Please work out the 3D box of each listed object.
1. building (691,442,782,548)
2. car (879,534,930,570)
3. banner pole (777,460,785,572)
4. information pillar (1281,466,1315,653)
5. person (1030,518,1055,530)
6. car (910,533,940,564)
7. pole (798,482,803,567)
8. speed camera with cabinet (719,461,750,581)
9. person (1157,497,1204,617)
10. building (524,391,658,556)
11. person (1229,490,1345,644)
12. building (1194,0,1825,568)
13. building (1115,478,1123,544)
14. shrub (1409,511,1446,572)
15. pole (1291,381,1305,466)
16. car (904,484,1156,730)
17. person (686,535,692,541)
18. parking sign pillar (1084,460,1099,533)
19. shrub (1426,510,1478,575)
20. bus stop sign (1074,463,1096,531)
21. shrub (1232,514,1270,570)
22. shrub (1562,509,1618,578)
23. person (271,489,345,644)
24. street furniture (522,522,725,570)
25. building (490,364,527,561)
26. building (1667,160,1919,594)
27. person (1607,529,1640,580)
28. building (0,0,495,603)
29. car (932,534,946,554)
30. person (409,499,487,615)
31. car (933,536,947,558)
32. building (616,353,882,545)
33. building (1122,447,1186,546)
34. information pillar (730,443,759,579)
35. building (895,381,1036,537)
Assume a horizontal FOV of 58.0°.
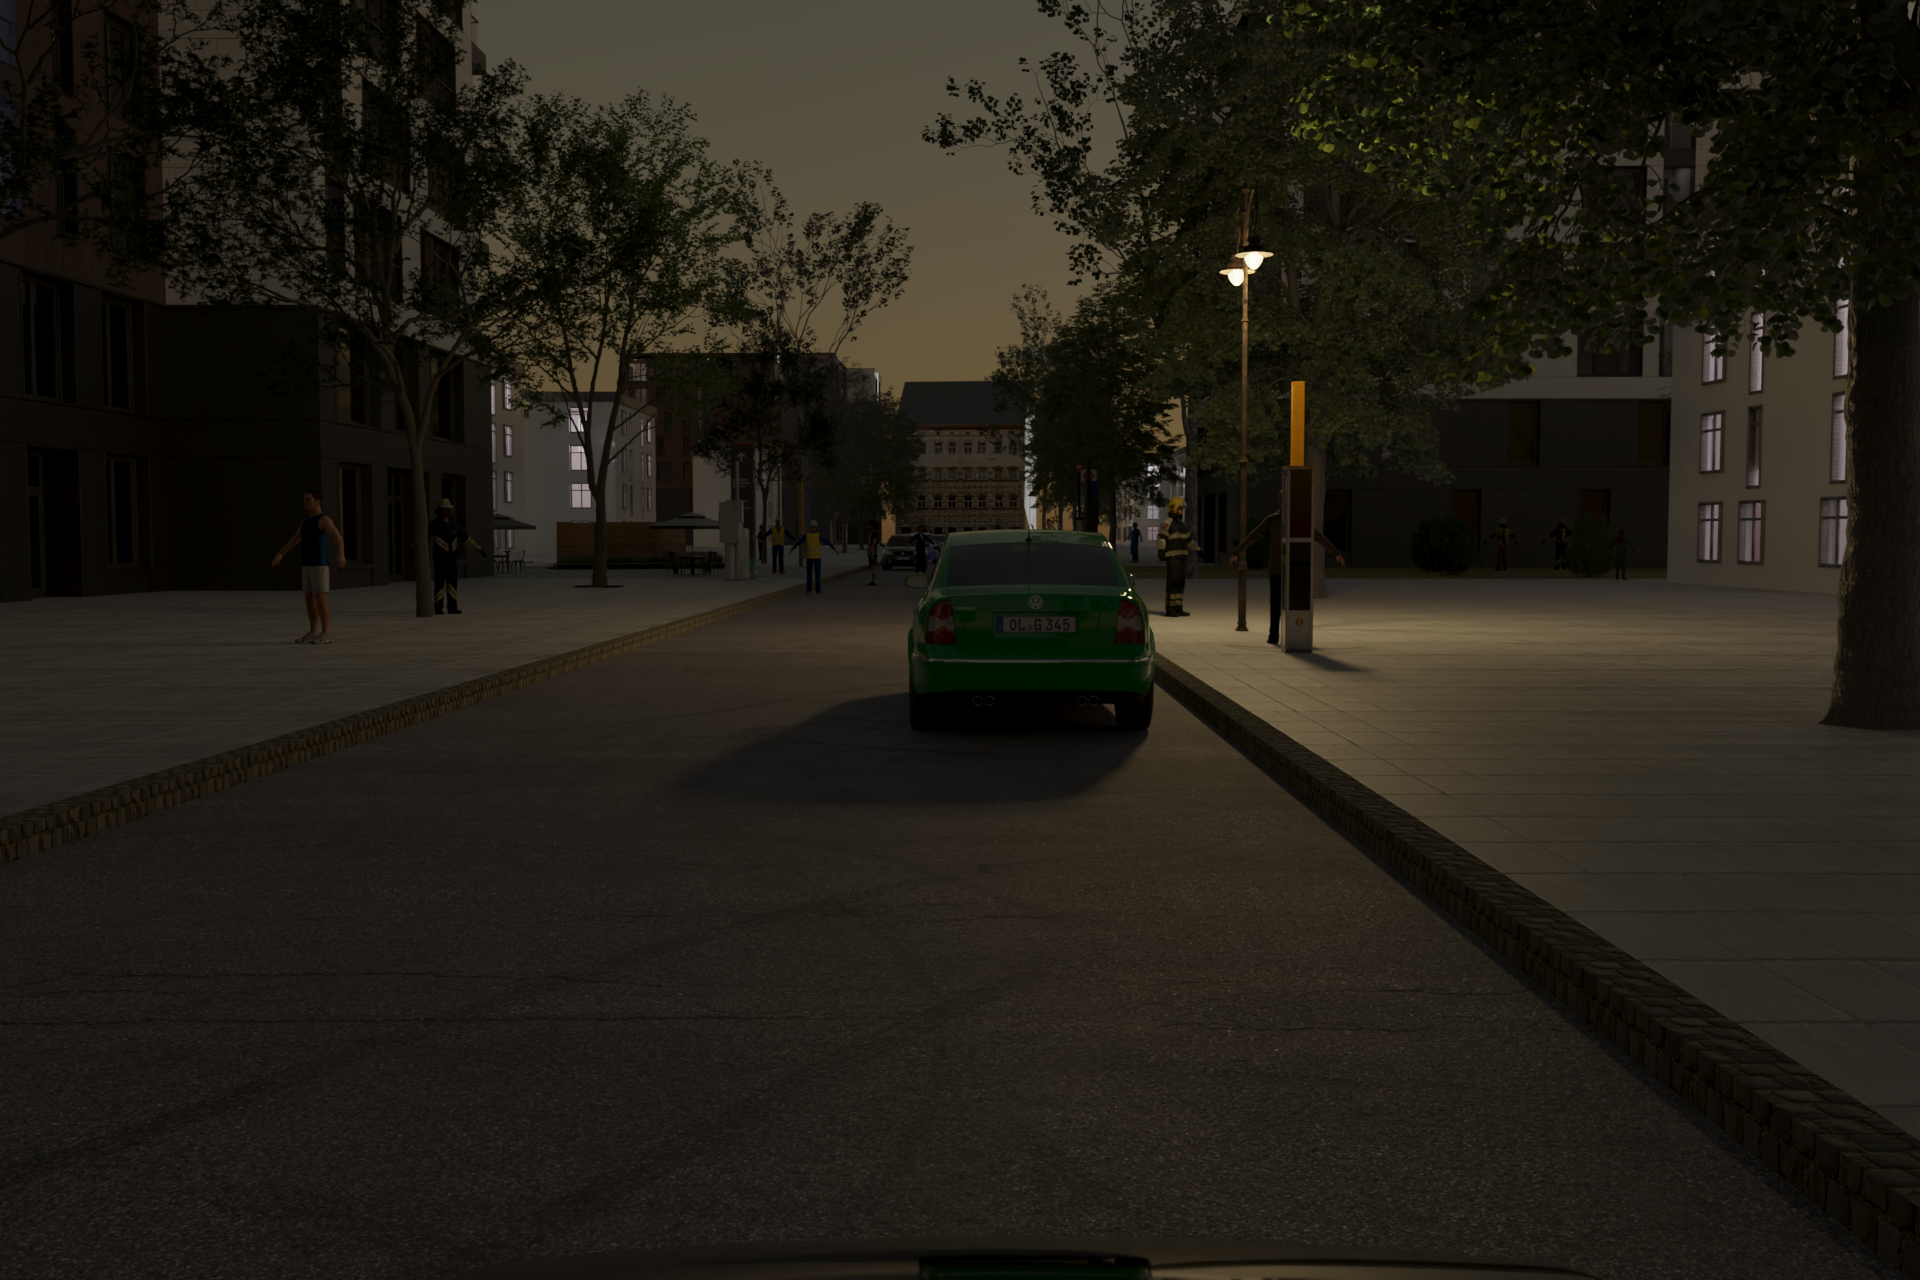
[{"bbox_3d":[-22.045,-14.024,171.444,9.099,9.664,28.070,0,3,0],"label":"building"},{"bbox_3d":[-2.207,-3.663,69.676,2.009,1.686,4.222,0,4,1],"label":"car"},{"bbox_3d":[-6.090,-4.188,58.488,0.401,3.779,0.863,0,3,0],"label":"banner pole"},{"bbox_3d":[3.662,-0.874,18.782,0.304,2.012,0.304,0,4,1],"label":"information pillar"},{"bbox_3d":[2.381,-2.588,49.164,0.742,1.727,0.445,-1,4,-14],"label":"person"},{"bbox_3d":[-1.946,-4.557,84.102,1.945,1.707,3.694,0,4,0],"label":"car"},{"bbox_3d":[-6.208,-4.508,67.543,0.158,3.312,0.155,0,3,0],"label":"pole"},{"bbox_3d":[-6.228,-3.266,47.740,0.660,3.252,2.038,0,4,0],"label":"speed camera with cabinet"},{"bbox_3d":[3.365,-1.287,26.807,0.704,1.858,1.351,3,4,36],"label":"person"},{"bbox_3d":[-24.792,-10.635,116.029,9.099,9.664,28.070,0,4,0],"label":"building"},{"bbox_3d":[3.805,-0.859,20.229,1.348,1.807,0.705,1,4,15],"label":"person"},{"bbox_3d":[24.628,-14.531,81.551,27.936,21.610,32.646,0,4,0],"label":"building"},{"bbox_3d":[24.664,-16.801,216.841,9.099,9.664,28.070,0,4,0],"label":"building"},{"bbox_3d":[16.090,-3.350,58.816,1.661,2.075,1.752,0,3,0],"label":"shrub"},{"bbox_3d":[4.524,-1.800,23.275,0.158,3.312,0.155,0,3,0],"label":"pole"},{"bbox_3d":[0.509,-0.320,14.028,1.959,1.807,4.718,0,4,0],"label":"car"},{"bbox_3d":[-12.994,-4.489,79.661,1.348,1.796,0.705,-2,4,-24],"label":"person"},{"bbox_3d":[4.814,-4.597,63.630,1.447,3.967,1.447,0,4,0],"label":"parking sign pillar"},{"bbox_3d":[15.385,-3.043,54.180,1.690,2.028,1.600,0,3,0],"label":"shrub"},{"bbox_3d":[4.720,-4.695,65.470,0.855,3.939,0.416,0,4,1],"label":"bus stop sign"},{"bbox_3d":[10.573,-3.509,61.792,1.690,2.028,1.600,0,3,0],"label":"shrub"},{"bbox_3d":[18.653,-2.863,51.234,1.690,2.028,1.600,0,3,0],"label":"shrub"},{"bbox_3d":[-7.569,-0.862,20.267,1.345,1.807,0.704,2,4,35],"label":"person"},{"bbox_3d":[-11.755,-3.575,65.309,11.010,1.723,9.812,-1,4,-14],"label":"street furniture"},{"bbox_3d":[-26.153,-8.817,86.303,9.099,9.664,28.070,0,4,1],"label":"building"},{"bbox_3d":[23.070,-5.476,31.683,9.099,9.664,28.070,0,4,0],"label":"building"},{"bbox_3d":[18.569,-2.405,48.541,0.599,1.438,0.989,-3,4,-38],"label":"person"},{"bbox_3d":[-28.308,-11.769,36.392,27.936,21.610,32.646,0,4,0],"label":"building"},{"bbox_3d":[-1.568,-6.000,110.097,2.014,1.417,4.499,0,4,0],"label":"car"},{"bbox_3d":[-8.214,-1.334,27.680,0.704,1.845,1.351,3,5,43],"label":"person"},{"bbox_3d":[0.150,-2.758,54.874,2.009,1.686,4.222,0,4,0],"label":"car"},{"bbox_3d":[-24.465,-22.474,211.417,27.936,21.610,32.646,0,4,1],"label":"building"},{"bbox_3d":[22.451,-14.559,180.183,9.099,9.664,28.070,0,4,1],"label":"building"},{"bbox_3d":[-6.170,-3.668,49.350,0.750,3.857,0.750,0,4,0],"label":"information pillar"},{"bbox_3d":[1.122,-25.294,246.948,18.063,23.208,19.493,0,4,7],"label":"building"}]
